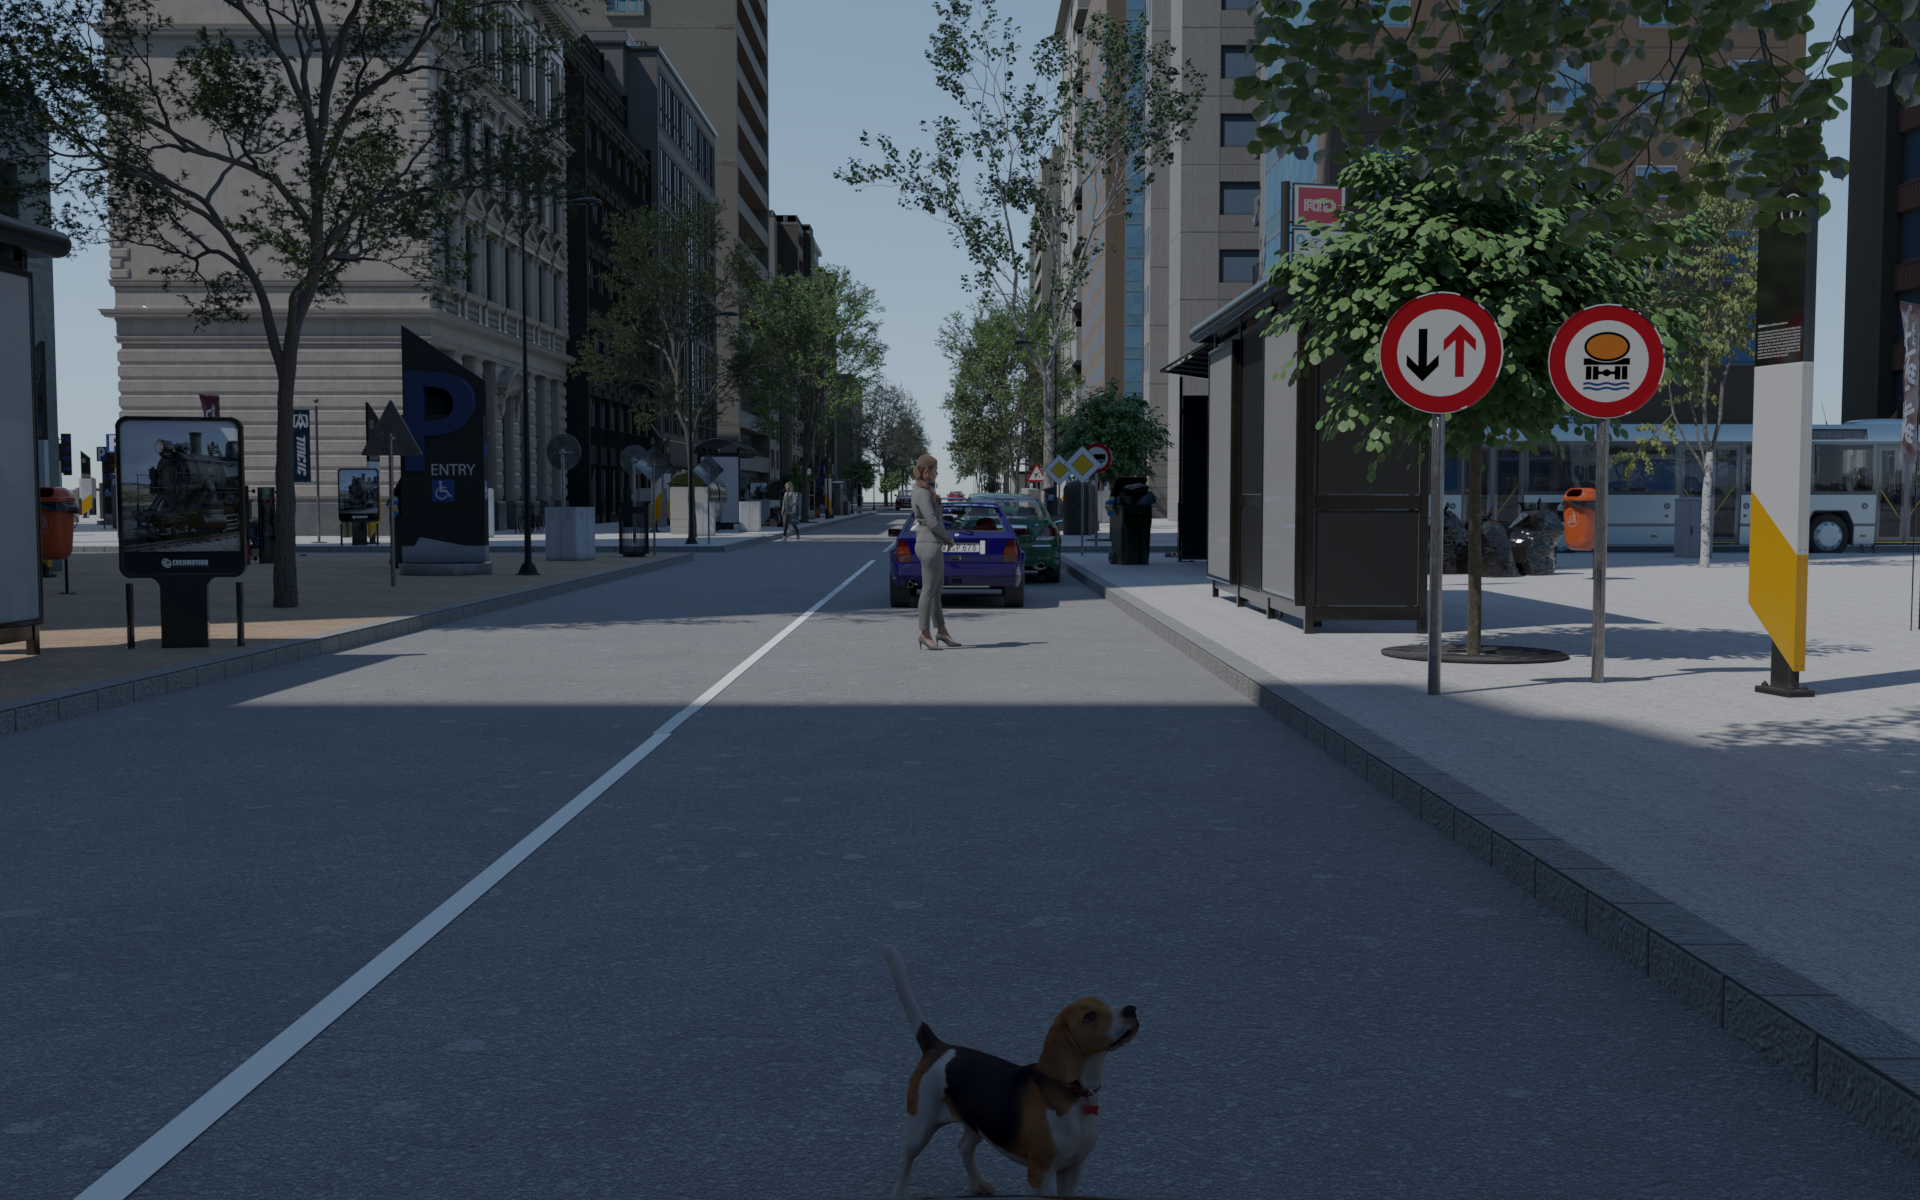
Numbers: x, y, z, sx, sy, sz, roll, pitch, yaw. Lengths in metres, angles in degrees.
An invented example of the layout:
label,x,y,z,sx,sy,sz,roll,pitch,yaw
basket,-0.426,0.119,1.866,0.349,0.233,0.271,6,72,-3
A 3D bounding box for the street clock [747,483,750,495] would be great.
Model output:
label,x,y,z,sx,sy,sz,roll,pitch,yaw
street clock,-13.368,-6.502,110.879,0.471,2.002,0.358,-3,5,-40

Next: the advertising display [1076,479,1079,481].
label,x,y,z,sx,sy,sz,roll,pitch,yaw
advertising display,5.108,-4.214,74.107,0.123,1.923,0.974,1,4,15

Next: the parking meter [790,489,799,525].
label,x,y,z,sx,sy,sz,roll,pitch,yaw
parking meter,-6.973,-3.935,72.754,0.372,1.533,0.369,0,3,0

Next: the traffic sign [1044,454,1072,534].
label,x,y,z,sx,sy,sz,roll,pitch,yaw
traffic sign,2.515,-2.467,43.977,0.795,2.450,0.064,0,4,0

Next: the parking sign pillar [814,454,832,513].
label,x,y,z,sx,sy,sz,roll,pitch,yaw
parking sign pillar,-9.040,-7.776,115.604,1.447,3.967,1.447,-1,4,-13

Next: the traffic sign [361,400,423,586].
label,x,y,z,sx,sy,sz,roll,pitch,yaw
traffic sign,-7.874,-1.467,23.995,0.884,2.594,0.081,0,4,7

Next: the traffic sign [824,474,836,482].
label,x,y,z,sx,sy,sz,roll,pitch,yaw
traffic sign,-8.119,-6.612,108.218,0.768,2.556,0.104,0,4,8

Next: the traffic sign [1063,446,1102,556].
label,x,y,z,sx,sy,sz,roll,pitch,yaw
traffic sign,2.540,-1.979,35.992,0.795,2.450,0.064,0,4,0

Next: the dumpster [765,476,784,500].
label,x,y,z,sx,sy,sz,roll,pitch,yaw
dumpster,-9.035,-5.203,87.570,1.502,2.255,1.985,0,4,0

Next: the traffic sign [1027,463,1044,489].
label,x,y,z,sx,sy,sz,roll,pitch,yaw
traffic sign,3.234,-4.469,73.069,0.884,2.594,0.081,0,4,2

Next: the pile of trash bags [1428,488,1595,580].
label,x,y,z,sx,sy,sz,roll,pitch,yaw
pile of trash bags,8.723,-1.062,27.122,1.912,1.369,3.447,-2,4,-24

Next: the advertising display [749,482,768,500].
label,x,y,z,sx,sy,sz,roll,pitch,yaw
advertising display,-10.702,-5.315,92.116,0.974,1.923,0.123,-1,4,-14

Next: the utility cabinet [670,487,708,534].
label,x,y,z,sx,sy,sz,roll,pitch,yaw
utility cabinet,-8.632,-2.846,55.216,1.173,1.500,0.318,-1,4,-12

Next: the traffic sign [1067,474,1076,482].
label,x,y,z,sx,sy,sz,roll,pitch,yaw
traffic sign,5.189,-4.788,78.397,0.768,2.556,0.104,0,4,7

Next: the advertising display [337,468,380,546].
label,x,y,z,sx,sy,sz,roll,pitch,yaw
advertising display,-14.958,-2.317,43.094,0.974,1.923,0.123,-1,4,-23

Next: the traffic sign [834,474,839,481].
label,x,y,z,sx,sy,sz,roll,pitch,yaw
traffic sign,-7.898,-6.682,109.260,0.884,2.594,0.081,0,4,5

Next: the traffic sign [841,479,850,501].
label,x,y,z,sx,sy,sz,roll,pitch,yaw
traffic sign,-7.581,-6.892,114.809,0.606,2.300,0.079,0,4,8

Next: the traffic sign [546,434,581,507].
label,x,y,z,sx,sy,sz,roll,pitch,yaw
traffic sign,-8.372,-2.229,36.556,0.768,2.556,0.104,1,4,9

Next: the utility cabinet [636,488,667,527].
label,x,y,z,sx,sy,sz,roll,pitch,yaw
utility cabinet,-11.921,-3.563,66.939,1.173,1.500,0.318,-3,4,-38

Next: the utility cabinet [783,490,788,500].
label,x,y,z,sx,sy,sz,roll,pitch,yaw
utility cabinet,-7.925,-4.306,79.079,0.318,1.500,1.173,-1,4,-21

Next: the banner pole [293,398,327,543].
label,x,y,z,sx,sy,sz,roll,pitch,yaw
banner pole,-17.047,-3.381,45.295,0.863,3.779,0.401,-1,4,-16

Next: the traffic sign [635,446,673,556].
label,x,y,z,sx,sy,sz,roll,pitch,yaw
traffic sign,-6.354,-1.978,35.984,0.795,2.450,0.064,0,4,0

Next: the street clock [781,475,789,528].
label,x,y,z,sx,sy,sz,roll,pitch,yaw
street clock,-6.532,-3.686,64.836,0.358,2.002,0.471,0,4,-7

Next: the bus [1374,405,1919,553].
label,x,y,z,sx,sy,sz,roll,pitch,yaw
bus,16.261,-2.710,39.174,13.247,3.499,2.948,0,4,-2

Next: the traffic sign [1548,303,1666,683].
label,x,y,z,sx,sy,sz,roll,pitch,yaw
traffic sign,4.332,-0.709,11.693,0.768,2.556,0.104,0,4,5

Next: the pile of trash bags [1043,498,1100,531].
label,x,y,z,sx,sy,sz,roll,pitch,yaw
pile of trash bags,4.465,-3.107,60.550,3.447,1.369,1.912,0,4,4

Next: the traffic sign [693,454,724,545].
label,x,y,z,sx,sy,sz,roll,pitch,yaw
traffic sign,-6.379,-2.466,43.969,0.795,2.450,0.064,0,4,0

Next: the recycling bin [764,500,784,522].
label,x,y,z,sx,sy,sz,roll,pitch,yaw
recycling bin,-7.755,-3.610,71.578,0.722,1.027,0.722,-3,5,-39

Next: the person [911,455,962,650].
label,x,y,z,sx,sy,sz,roll,pitch,yaw
person,-0.186,-0.439,15.952,0.573,1.790,0.520,-1,4,-22

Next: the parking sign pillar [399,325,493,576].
label,x,y,z,sx,sy,sz,roll,pitch,yaw
parking sign pillar,-8.239,-2.397,27.668,1.447,3.967,1.447,0,4,-7

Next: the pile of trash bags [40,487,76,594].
label,x,y,z,sx,sy,sz,roll,pitch,yaw
pile of trash bags,-12.877,-0.757,22.128,3.447,1.369,1.912,0,4,8

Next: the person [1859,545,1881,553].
label,x,y,z,sx,sy,sz,roll,pitch,yaw
person,21.831,-2.005,41.460,0.526,1.800,0.537,2,4,24

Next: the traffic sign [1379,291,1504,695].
label,x,y,z,sx,sy,sz,roll,pitch,yaw
traffic sign,3.033,-0.667,11.004,0.768,2.556,0.104,0,4,6

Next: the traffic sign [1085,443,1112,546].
label,x,y,z,sx,sy,sz,roll,pitch,yaw
traffic sign,3.382,-2.618,42.913,0.768,2.556,0.104,0,4,4

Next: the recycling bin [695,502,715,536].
label,x,y,z,sx,sy,sz,roll,pitch,yaw
recycling bin,-7.850,-2.470,52.931,0.722,1.027,0.722,-1,4,-9

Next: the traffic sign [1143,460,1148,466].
label,x,y,z,sx,sy,sz,roll,pitch,yaw
traffic sign,5.164,-3.079,50.345,0.884,2.594,0.081,0,4,2

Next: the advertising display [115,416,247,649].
label,x,y,z,sx,sy,sz,roll,pitch,yaw
advertising display,-6.473,-0.564,14.429,0.974,1.923,0.123,-1,4,-15

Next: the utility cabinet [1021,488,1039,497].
label,x,y,z,sx,sy,sz,roll,pitch,yaw
utility cabinet,2.717,-3.554,66.782,0.318,1.500,1.173,2,4,23

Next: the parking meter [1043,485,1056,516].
label,x,y,z,sx,sy,sz,roll,pitch,yaw
parking meter,2.640,-2.614,51.142,0.372,1.533,0.369,0,3,0

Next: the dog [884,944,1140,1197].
label,x,y,z,sx,sy,sz,roll,pitch,yaw
dog,0.083,0.974,3.364,0.540,0.507,0.406,1,4,8

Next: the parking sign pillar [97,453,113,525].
label,x,y,z,sx,sy,sz,roll,pitch,yaw
parking sign pillar,-35.417,-5.142,72.543,1.447,3.967,1.447,0,4,-2

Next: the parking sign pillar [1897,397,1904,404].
label,x,y,z,sx,sy,sz,roll,pitch,yaw
parking sign pillar,26.415,-3.625,47.747,1.447,3.967,1.447,-3,4,-36

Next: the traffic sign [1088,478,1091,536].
label,x,y,z,sx,sy,sz,roll,pitch,yaw
traffic sign,3.992,-3.247,53.190,0.768,2.556,0.104,1,4,9

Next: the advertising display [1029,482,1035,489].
label,x,y,z,sx,sy,sz,roll,pitch,yaw
advertising display,3.948,-5.486,94.904,0.123,1.923,0.974,0,4,-8

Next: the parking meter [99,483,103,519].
label,x,y,z,sx,sy,sz,roll,pitch,yaw
parking meter,-44.284,-5.128,89.550,0.255,1.863,0.399,0,4,2

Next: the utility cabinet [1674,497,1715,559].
label,x,y,z,sx,sy,sz,roll,pitch,yaw
utility cabinet,14.769,-1.451,34.887,0.306,1.237,1.020,0,4,-6

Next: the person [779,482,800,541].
label,x,y,z,sx,sy,sz,roll,pitch,yaw
person,-5.103,-2.683,52.544,0.728,1.800,0.709,-3,5,-45

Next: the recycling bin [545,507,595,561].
label,x,y,z,sx,sy,sz,roll,pitch,yaw
recycling bin,-7.549,-1.284,33.550,0.722,1.027,0.722,1,4,18

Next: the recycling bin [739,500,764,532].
label,x,y,z,sx,sy,sz,roll,pitch,yaw
recycling bin,-7.122,-2.829,58.816,0.722,1.027,0.722,0,4,-5

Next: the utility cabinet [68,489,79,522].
label,x,y,z,sx,sy,sz,roll,pitch,yaw
utility cabinet,-40.111,-4.228,77.809,1.173,1.500,0.318,2,4,27

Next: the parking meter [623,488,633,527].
label,x,y,z,sx,sy,sz,roll,pitch,yaw
parking meter,-12.924,-3.609,67.411,0.372,1.533,0.369,0,3,0

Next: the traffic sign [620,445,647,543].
label,x,y,z,sx,sy,sz,roll,pitch,yaw
traffic sign,-8.480,-2.751,45.092,0.768,2.556,0.104,1,4,9
